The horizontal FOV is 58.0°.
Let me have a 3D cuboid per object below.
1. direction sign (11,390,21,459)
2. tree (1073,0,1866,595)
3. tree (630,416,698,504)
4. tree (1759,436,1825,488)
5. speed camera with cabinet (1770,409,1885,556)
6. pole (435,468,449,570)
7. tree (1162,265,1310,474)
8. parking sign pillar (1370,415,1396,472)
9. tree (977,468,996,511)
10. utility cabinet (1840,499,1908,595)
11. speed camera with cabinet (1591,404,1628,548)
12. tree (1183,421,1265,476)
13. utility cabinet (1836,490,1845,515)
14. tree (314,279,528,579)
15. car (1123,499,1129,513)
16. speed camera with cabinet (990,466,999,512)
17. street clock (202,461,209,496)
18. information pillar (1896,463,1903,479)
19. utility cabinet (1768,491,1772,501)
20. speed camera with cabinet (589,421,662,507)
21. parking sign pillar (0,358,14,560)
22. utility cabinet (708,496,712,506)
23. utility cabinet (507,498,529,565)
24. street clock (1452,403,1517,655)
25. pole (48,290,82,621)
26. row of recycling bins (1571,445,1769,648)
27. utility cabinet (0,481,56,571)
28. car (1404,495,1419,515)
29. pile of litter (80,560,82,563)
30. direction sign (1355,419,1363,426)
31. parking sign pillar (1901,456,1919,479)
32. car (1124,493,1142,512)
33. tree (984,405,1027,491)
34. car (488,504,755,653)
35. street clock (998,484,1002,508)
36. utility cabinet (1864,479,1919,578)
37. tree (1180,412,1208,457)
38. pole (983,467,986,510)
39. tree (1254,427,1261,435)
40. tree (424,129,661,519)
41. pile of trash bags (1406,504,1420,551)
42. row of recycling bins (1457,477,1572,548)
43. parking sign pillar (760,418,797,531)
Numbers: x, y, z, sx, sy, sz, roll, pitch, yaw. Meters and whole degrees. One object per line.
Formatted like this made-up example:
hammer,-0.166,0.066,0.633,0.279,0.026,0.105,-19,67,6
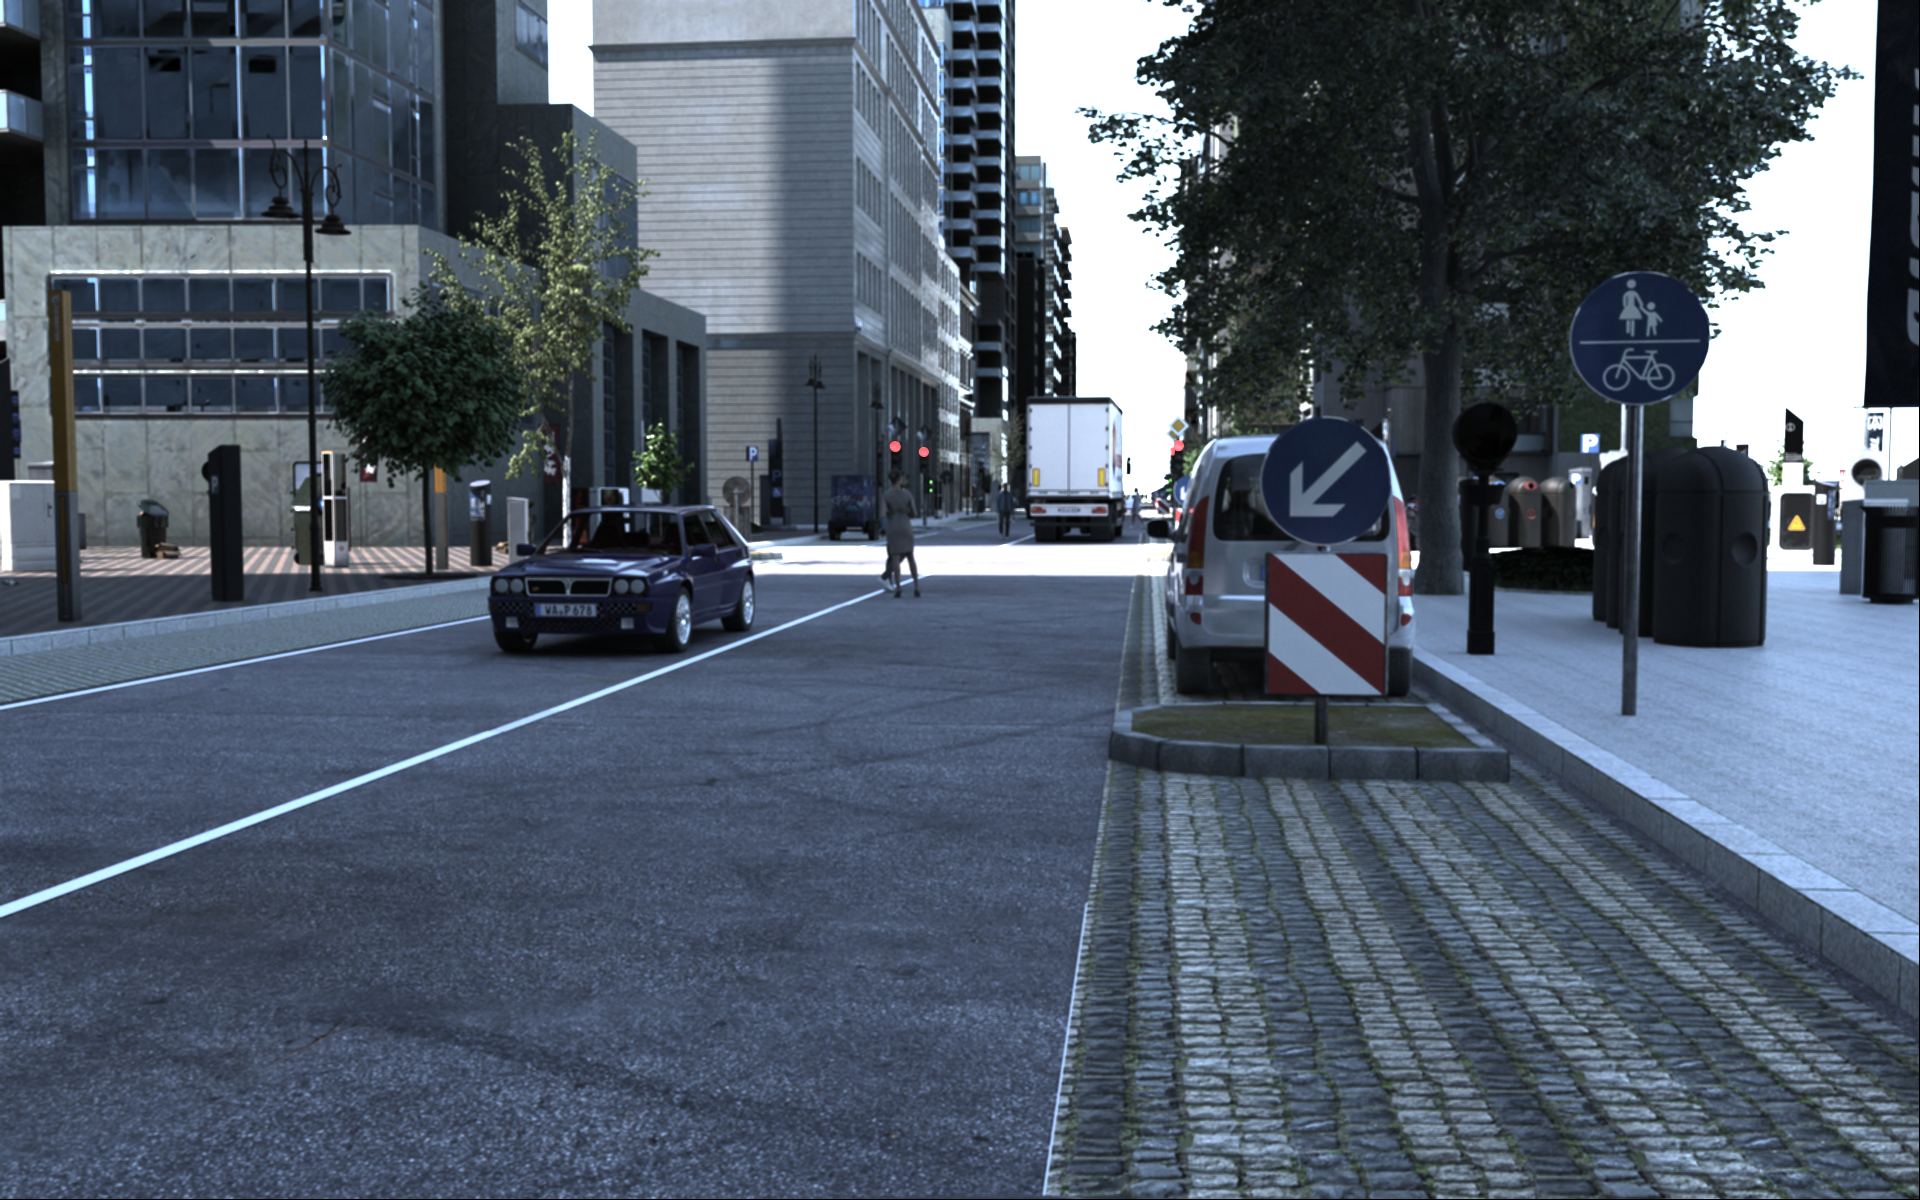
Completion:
direction sign,-20.776,-2.794,37.687,0.379,3.537,0.876,1,4,13
tree,6.275,-7.048,21.898,9.857,13.997,8.962,0,3,0
tree,-7.252,-2.941,42.684,1.663,3.219,1.824,0,3,0
tree,23.810,-3.372,49.732,1.663,3.219,1.824,0,3,0
speed camera with cabinet,17.908,-2.533,35.755,2.038,3.252,0.660,1,4,22
pole,-8.773,-2.166,29.254,0.158,3.312,0.155,0,3,0
tree,9.239,-6.400,54.995,4.737,8.622,4.395,0,3,0
parking sign pillar,14.422,-4.369,59.904,1.447,3.967,1.447,-3,4,-38
tree,2.003,-8.280,129.983,1.663,3.219,1.824,0,3,0
utility cabinet,11.801,-0.686,22.384,1.020,1.237,0.306,-2,4,-32
speed camera with cabinet,14.202,-2.660,37.819,0.660,3.252,2.038,1,4,16
tree,12.284,-5.680,76.583,4.285,4.588,4.351,0,3,0
utility cabinet,48.495,-5.288,95.136,0.318,1.500,1.173,0,4,7
tree,-8.214,-2.629,26.691,4.285,4.588,4.351,0,3,0
car,11.989,-7.488,134.221,2.131,1.459,4.920,0,4,7
speed camera with cabinet,2.445,-7.922,123.867,0.660,3.252,2.038,0,4,2
street clock,-15.990,-1.996,37.203,0.471,2.002,0.358,0,4,1
information pillar,70.988,-8.537,130.931,0.504,3.616,0.183,0,4,-2
utility cabinet,56.718,-6.913,121.712,0.318,1.500,1.173,0,4,-6
speed camera with cabinet,-8.940,-3.172,46.193,2.038,3.252,0.660,-3,5,-45
parking sign pillar,-19.302,-2.778,33.898,1.447,3.967,1.447,3,5,40
utility cabinet,-16.616,-6.206,112.623,1.020,1.237,0.306,-1,4,-15
utility cabinet,-7.584,-1.139,29.784,0.306,1.237,1.020,-1,4,-11
street clock,4.183,-0.568,13.857,0.471,2.002,0.358,0,4,8
pole,-9.022,-1.444,17.457,0.158,3.312,0.155,0,3,0
row of recycling bins,6.588,-0.550,16.104,1.069,1.692,3.534,1,4,10
utility cabinet,-15.319,-1.233,28.836,0.318,1.500,1.173,2,4,29
car,18.733,-3.417,64.907,4.494,1.783,2.155,0,4,6
pile of litter,-16.946,-1.113,32.164,1.176,0.858,1.719,-1,4,-21
direction sign,12.093,-3.705,52.575,0.379,3.537,0.876,0,4,-2
parking sign pillar,62.739,-7.683,114.085,1.447,3.967,1.447,1,4,15
car,13.669,-7.938,139.377,1.945,1.707,3.694,0,4,5
tree,3.984,-11.795,143.212,4.360,8.622,3.978,0,3,0
car,-3.200,-0.265,16.914,1.945,1.354,3.894,0,4,6
street clock,3.005,-8.316,140.535,0.358,2.002,0.471,-3,4,-36
utility cabinet,14.375,-1.077,26.292,1.173,1.500,0.318,2,4,24
tree,20.985,-12.455,153.999,4.360,8.622,3.978,0,3,0
pole,1.854,-8.488,132.619,0.158,3.312,0.155,0,3,0
tree,8.578,-3.394,50.099,1.663,3.219,1.824,0,3,0
tree,-8.098,-5.144,34.466,4.737,8.622,4.395,0,3,0
pile of trash bags,8.889,-1.793,39.075,3.447,1.369,1.912,-2,4,-27
row of recycling bins,13.027,-2.090,41.279,3.534,1.692,1.069,-1,4,-17
parking sign pillar,-6.465,-4.430,60.902,1.447,3.967,1.447,-1,4,-8
